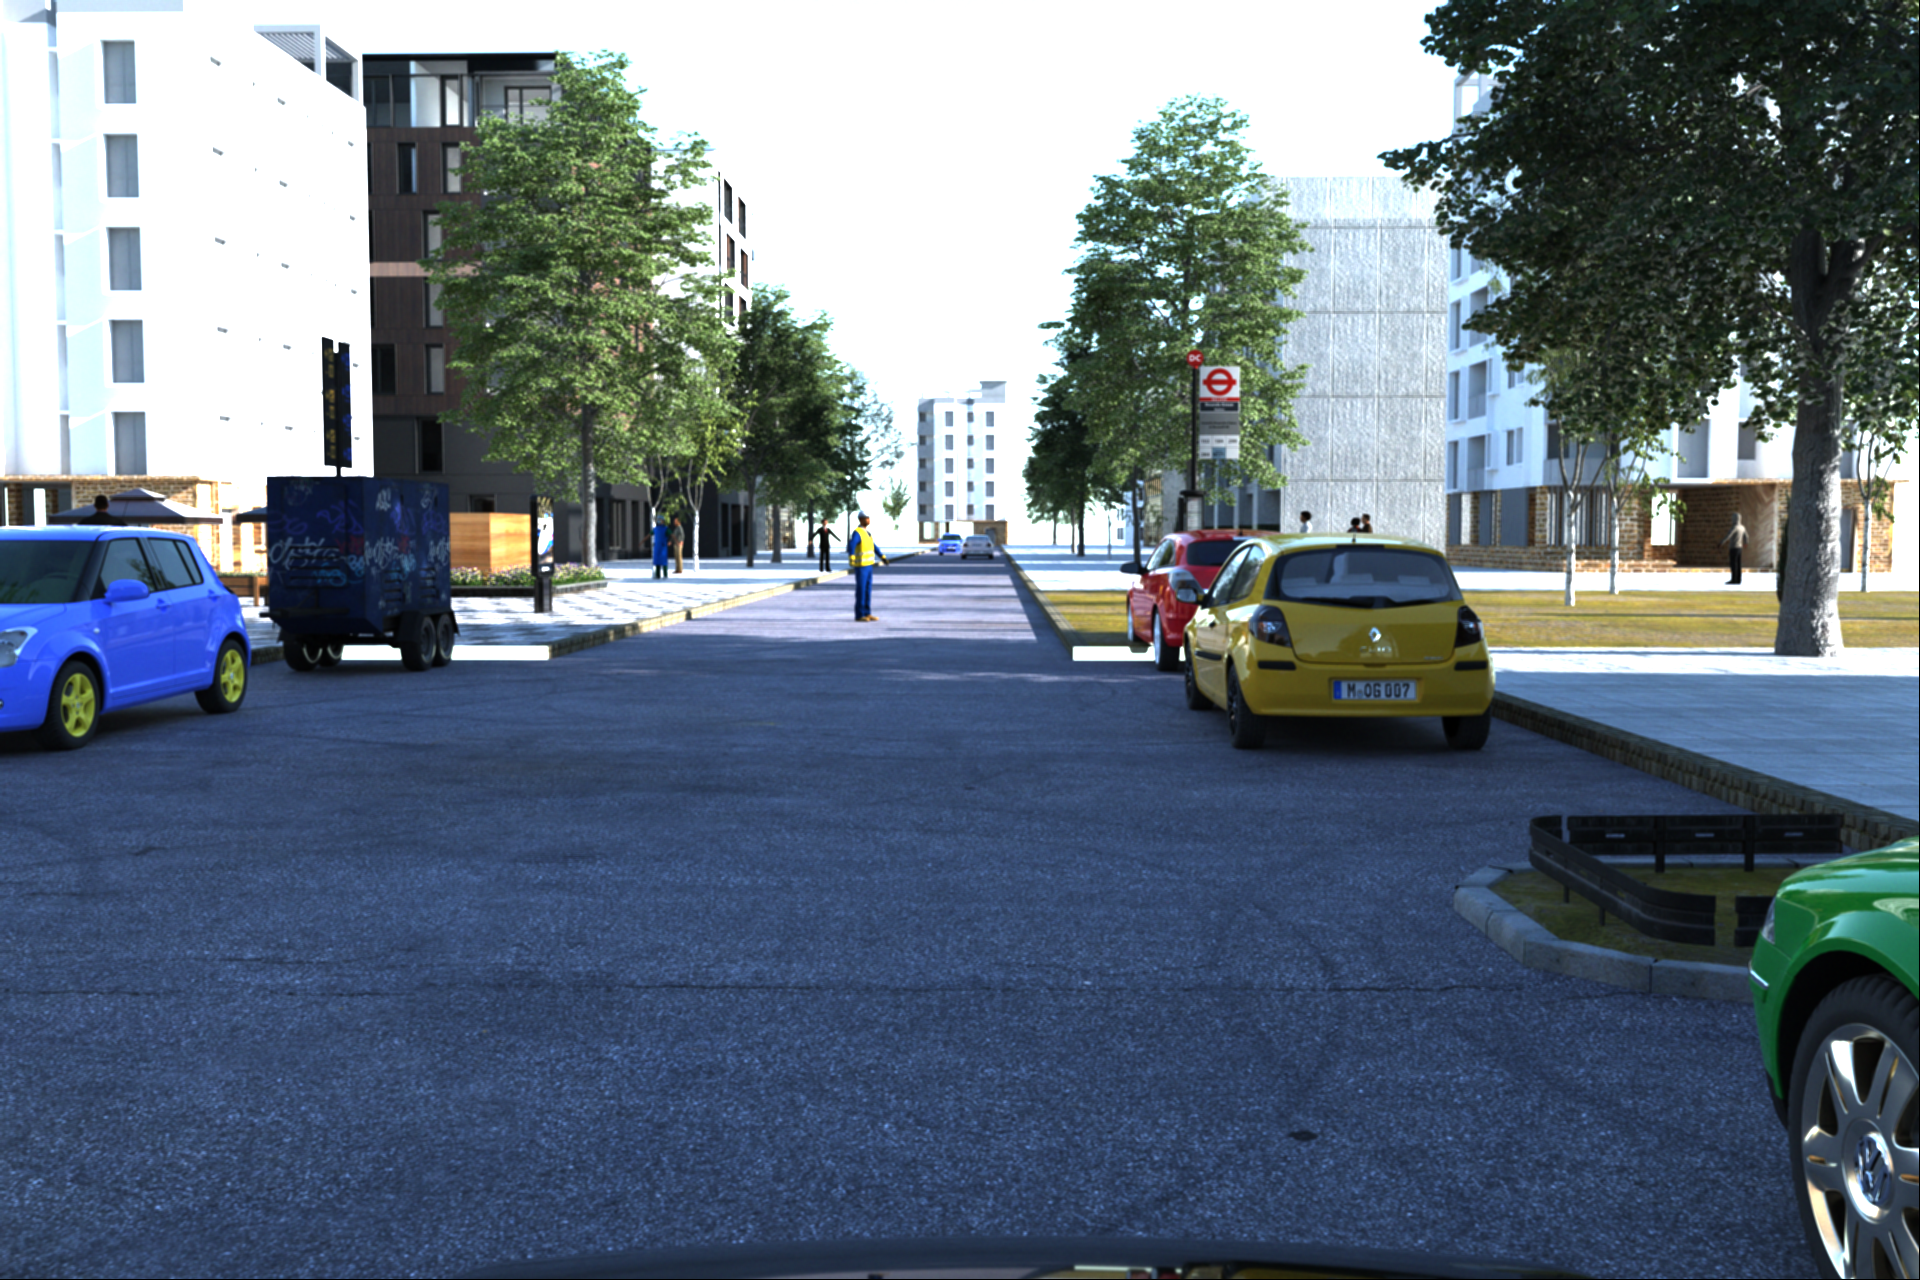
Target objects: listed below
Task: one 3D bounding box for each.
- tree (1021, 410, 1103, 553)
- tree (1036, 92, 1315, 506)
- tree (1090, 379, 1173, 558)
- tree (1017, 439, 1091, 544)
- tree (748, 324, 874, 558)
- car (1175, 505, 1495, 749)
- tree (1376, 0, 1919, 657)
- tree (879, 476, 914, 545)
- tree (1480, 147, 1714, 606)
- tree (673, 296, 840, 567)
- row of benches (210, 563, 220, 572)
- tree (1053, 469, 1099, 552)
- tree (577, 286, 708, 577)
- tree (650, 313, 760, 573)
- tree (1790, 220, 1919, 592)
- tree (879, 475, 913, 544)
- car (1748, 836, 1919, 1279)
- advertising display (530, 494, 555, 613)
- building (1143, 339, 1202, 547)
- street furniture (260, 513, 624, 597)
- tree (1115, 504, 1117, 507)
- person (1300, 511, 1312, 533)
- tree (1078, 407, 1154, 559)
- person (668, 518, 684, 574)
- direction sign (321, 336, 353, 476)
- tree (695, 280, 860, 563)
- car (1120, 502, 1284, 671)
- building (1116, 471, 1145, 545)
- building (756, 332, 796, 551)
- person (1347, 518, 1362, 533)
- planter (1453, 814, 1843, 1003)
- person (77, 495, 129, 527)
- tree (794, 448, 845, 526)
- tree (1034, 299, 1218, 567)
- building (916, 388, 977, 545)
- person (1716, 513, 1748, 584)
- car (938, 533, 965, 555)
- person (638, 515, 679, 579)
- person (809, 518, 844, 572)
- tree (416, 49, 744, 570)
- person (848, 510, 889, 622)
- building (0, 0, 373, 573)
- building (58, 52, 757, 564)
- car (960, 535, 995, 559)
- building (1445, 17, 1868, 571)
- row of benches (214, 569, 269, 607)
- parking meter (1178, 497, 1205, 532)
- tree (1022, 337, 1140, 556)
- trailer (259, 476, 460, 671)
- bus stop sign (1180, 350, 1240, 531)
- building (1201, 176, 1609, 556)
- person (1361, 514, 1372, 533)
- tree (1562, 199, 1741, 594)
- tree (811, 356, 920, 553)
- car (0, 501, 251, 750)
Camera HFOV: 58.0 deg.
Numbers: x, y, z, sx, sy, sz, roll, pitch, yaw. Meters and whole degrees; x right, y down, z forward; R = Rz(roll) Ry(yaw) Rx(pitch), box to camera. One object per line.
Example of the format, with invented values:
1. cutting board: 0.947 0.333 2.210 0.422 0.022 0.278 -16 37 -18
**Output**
1. tree: 7.319 -11.090 115.729 7.601 10.594 8.767 -3 4 -36
2. tree: 5.742 -7.784 45.399 7.486 12.596 7.792 0 3 0
3. tree: 7.538 -7.405 71.442 4.360 8.622 3.978 0 3 0
4. tree: 11.956 -18.913 215.876 9.857 13.997 8.962 0 3 0
5. tree: -8.554 -10.759 94.043 7.486 12.596 7.792 0 3 0
6. car: 2.681 -0.168 12.970 2.015 1.641 3.980 0 4 1
7. tree: 8.971 -6.816 18.091 9.857 13.997 8.962 0 3 0
8. tree: -7.796 -15.975 211.555 4.737 8.622 4.395 0 3 0
9. tree: 10.947 -4.937 31.088 4.360 8.622 3.978 0 3 0
10. tree: -7.877 -8.113 67.054 7.601 10.594 8.767 -3 5 -43
11. row of benches: -18.936 -1.483 39.710 4.104 0.672 1.422 1 4 15
12. tree: 8.492 -10.630 124.169 4.737 8.622 4.395 0 3 0
13. tree: -8.958 -6.167 51.196 4.360 8.622 3.978 0 3 0
14. tree: -8.708 -6.529 57.116 4.737 8.622 4.395 0 3 0
15. tree: 20.355 -5.372 38.194 4.737 8.622 4.395 0 3 0
16. tree: -7.980 -16.253 216.095 4.737 8.622 4.395 0 3 0
17. car: 2.439 0.441 1.588 1.959 1.807 4.718 0 3 0
18. advertising display: -6.841 -1.417 28.390 0.123 1.923 0.974 0 4 2
19. building: 28.088 -20.671 168.906 19.493 23.208 18.063 0 4 1
20. street furniture: -11.094 -1.856 37.205 11.010 1.723 9.812 0 4 0
21. tree: 22.620 -17.085 213.750 7.601 10.594 8.767 0 4 -1
22. person: 7.905 -2.056 39.802 0.705 1.806 1.347 1 4 14
23. tree: 7.470 -8.402 87.731 4.360 8.622 3.978 0 3 0
24. person: -9.165 -3.051 56.148 0.705 1.796 1.348 -2 4 -27
25. direction sign: -7.280 -1.732 20.308 0.379 3.537 0.876 0 3 0
26. tree: -8.407 -9.796 78.299 7.486 12.596 7.792 0 3 0
27. car: 2.934 -0.645 19.580 2.155 1.783 4.494 0 4 0
28. building: 22.875 -15.416 194.190 9.099 9.664 28.070 0 4 1
29. building: -23.872 -19.046 142.334 19.493 23.208 18.063 0 4 1
30. person: 13.196 -3.152 57.675 1.345 1.843 0.704 3 5 42
31. planter: 2.872 0.913 6.211 1.991 0.319 1.994 0 4 1
32. person: -11.437 -1.033 23.117 1.346 1.802 0.704 -2 4 -25
33. tree: -18.136 -18.646 211.514 9.857 13.997 8.962 0 3 0
34. tree: 6.178 -7.871 63.096 7.601 10.594 8.767 0 4 0
35. building: -4.968 -21.843 216.006 11.380 20.090 16.016 0 4 -8
36. person: 19.799 -2.333 44.272 1.348 1.813 0.705 -3 4 -36
37. car: -0.560 -6.661 118.495 1.945 1.707 3.694 0 4 1
38. person: -8.494 -2.627 49.081 1.347 1.817 0.704 1 4 23
39. person: -4.551 -3.196 58.440 1.347 1.806 0.705 -2 4 -34
40. tree: -8.835 -7.499 40.740 7.486 12.596 7.792 0 3 0
41. person: -1.556 -1.227 28.493 0.705 1.833 1.349 1 4 23
42. building: -28.403 -12.154 55.144 16.016 20.090 11.380 0 4 1
43. building: -26.911 -15.073 90.417 27.936 21.610 32.646 0 4 2
44. car: 1.009 -5.383 100.369 2.083 1.381 4.827 0 4 1
45. building: 25.117 -13.036 69.559 16.016 20.090 11.380 0 4 1
46. row of benches: -12.782 -0.929 30.657 4.104 0.672 1.422 0 4 -4
47. parking meter: 3.667 -1.332 27.493 0.399 1.863 0.255 0 4 0
48. tree: 7.189 -11.105 99.689 7.486 12.596 7.792 0 3 0
49. trailer: -6.291 -0.652 17.708 1.471 1.999 3.904 0 4 1
50. bus stop sign: 3.622 -2.231 25.184 0.855 3.939 0.416 0 4 2
51. building: 23.401 -13.930 94.215 16.747 18.905 31.486 0 4 1
52. person: 10.657 -2.415 45.629 0.704 1.812 1.346 1 4 10
53. tree: 14.159 -5.286 36.781 4.737 8.622 4.395 0 3 0
54. tree: -7.591 -12.757 118.939 12.009 13.543 11.850 0 3 0
55. car: -6.677 -0.185 12.614 1.945 1.707 3.694 0 4 1
